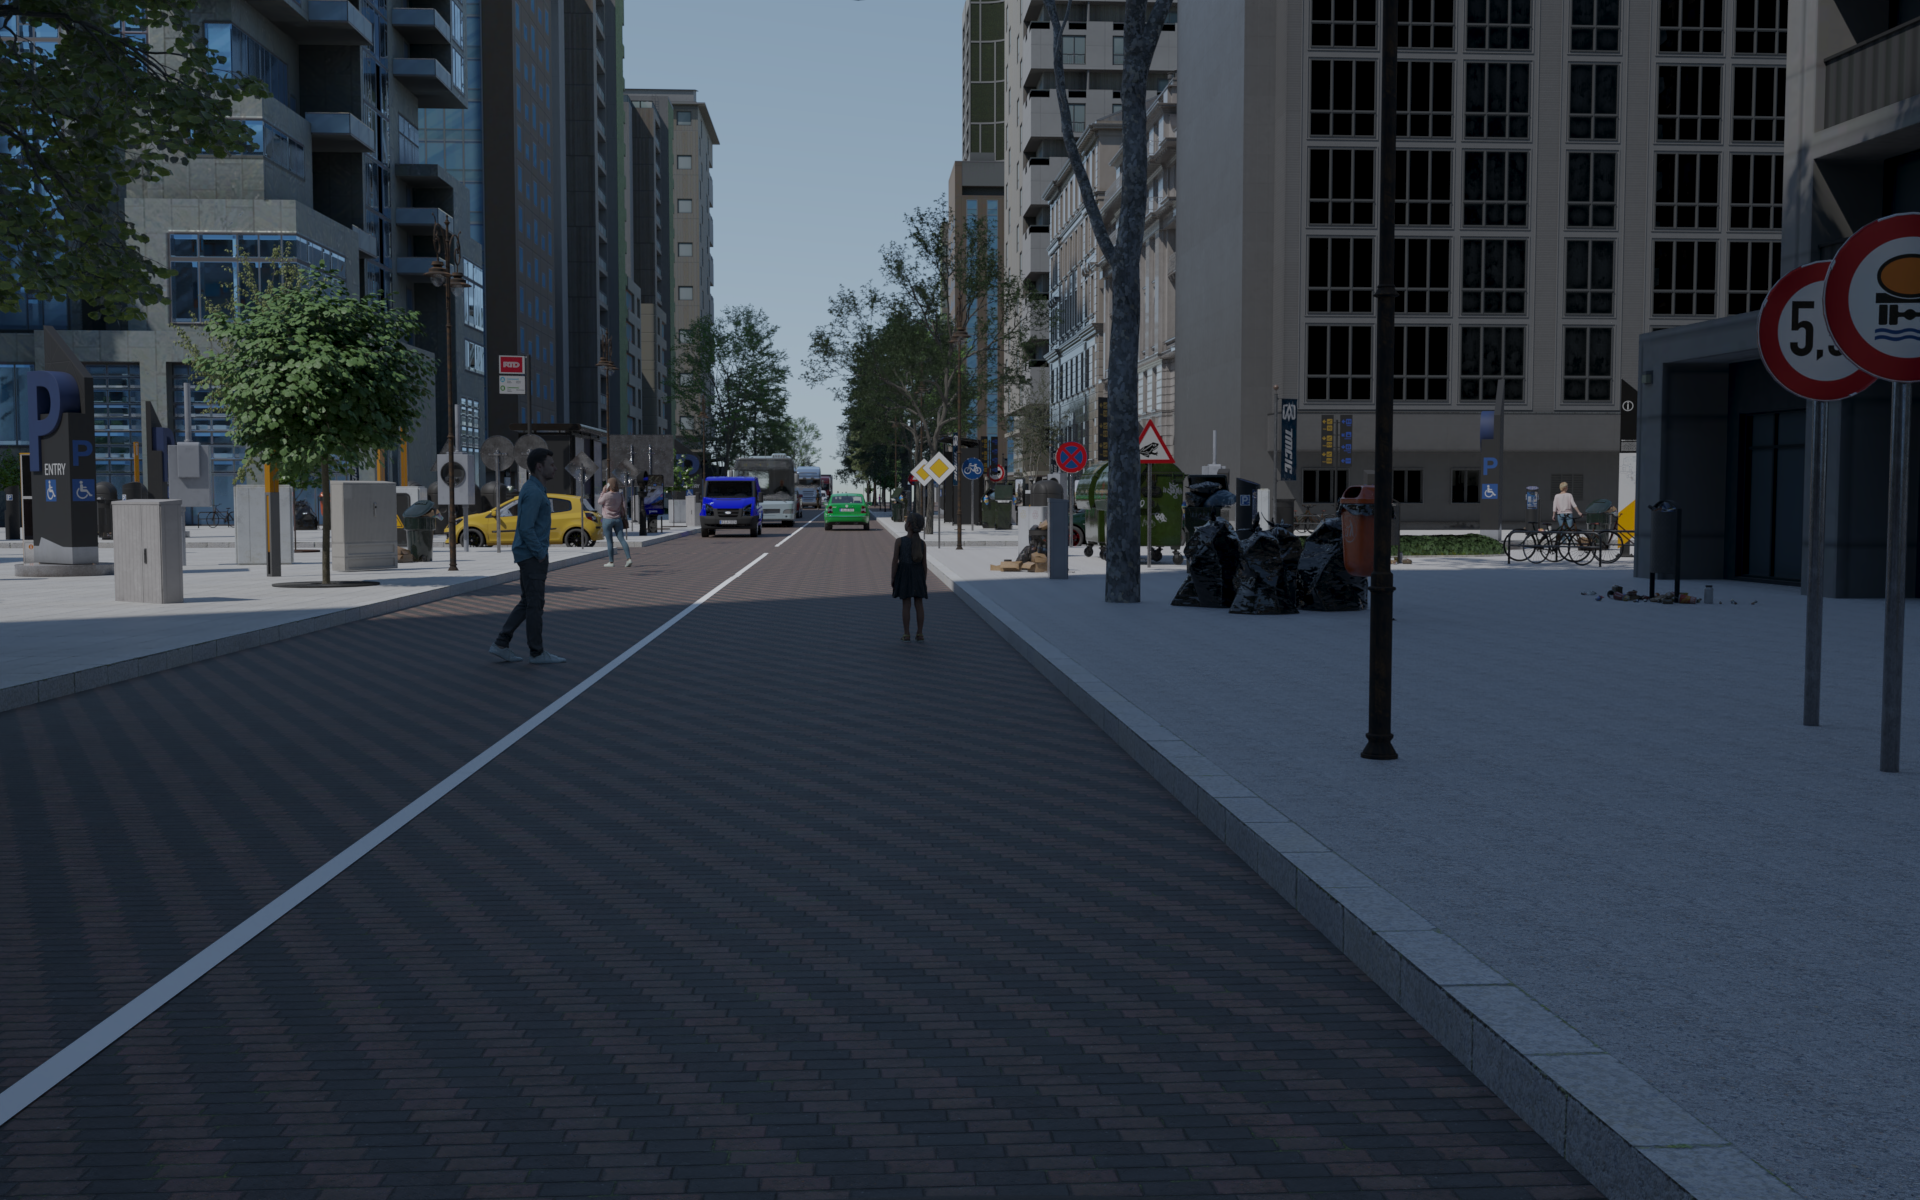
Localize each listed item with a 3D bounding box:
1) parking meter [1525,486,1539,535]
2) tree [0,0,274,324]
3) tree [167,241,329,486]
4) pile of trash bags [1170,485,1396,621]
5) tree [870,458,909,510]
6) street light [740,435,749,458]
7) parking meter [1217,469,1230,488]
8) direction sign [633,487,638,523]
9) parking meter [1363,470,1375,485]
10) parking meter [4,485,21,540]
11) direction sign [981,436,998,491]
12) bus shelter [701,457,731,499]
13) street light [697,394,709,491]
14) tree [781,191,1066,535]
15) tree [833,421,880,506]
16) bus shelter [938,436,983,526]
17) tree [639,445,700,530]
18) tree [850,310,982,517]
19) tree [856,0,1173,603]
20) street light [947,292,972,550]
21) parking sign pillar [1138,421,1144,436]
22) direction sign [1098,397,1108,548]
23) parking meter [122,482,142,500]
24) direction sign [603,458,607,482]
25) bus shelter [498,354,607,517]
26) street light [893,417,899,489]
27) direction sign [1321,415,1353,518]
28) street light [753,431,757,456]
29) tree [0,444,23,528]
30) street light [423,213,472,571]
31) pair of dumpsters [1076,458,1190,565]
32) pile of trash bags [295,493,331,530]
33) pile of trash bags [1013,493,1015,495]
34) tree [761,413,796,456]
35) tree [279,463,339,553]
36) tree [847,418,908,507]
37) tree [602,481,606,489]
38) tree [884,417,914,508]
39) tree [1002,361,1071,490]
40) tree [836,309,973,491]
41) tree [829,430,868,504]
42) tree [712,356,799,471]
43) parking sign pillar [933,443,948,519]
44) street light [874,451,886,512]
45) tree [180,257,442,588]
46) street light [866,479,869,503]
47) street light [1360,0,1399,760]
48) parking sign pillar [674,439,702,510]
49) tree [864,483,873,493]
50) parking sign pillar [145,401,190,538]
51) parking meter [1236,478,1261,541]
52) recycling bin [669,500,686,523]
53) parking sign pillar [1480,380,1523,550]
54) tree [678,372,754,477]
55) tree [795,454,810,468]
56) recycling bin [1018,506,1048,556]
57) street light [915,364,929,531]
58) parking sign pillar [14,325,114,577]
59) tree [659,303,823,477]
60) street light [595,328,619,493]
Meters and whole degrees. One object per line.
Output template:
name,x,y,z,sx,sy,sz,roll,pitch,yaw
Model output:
parking meter,17.865,-2.794,54.094,0.372,1.533,0.369,0,3,0
tree,-8.363,-5.642,10.378,7.486,12.596,7.792,0,3,0
tree,-20.038,-6.079,49.760,4.737,8.622,4.395,0,3,0
pile of trash bags,3.717,-0.558,18.883,1.912,1.369,3.447,-1,4,-17
tree,-5.613,-9.570,140.189,4.285,4.588,4.351,0,3,0
street light,-13.875,-8.483,111.477,0.468,5.910,1.993,0,4,-4
parking meter,6.000,-2.067,39.512,0.255,1.863,0.399,1,4,15
direction sign,-14.564,-5.228,77.481,0.379,3.537,0.876,3,5,43
parking meter,9.894,-2.205,41.768,0.255,1.863,0.399,0,4,-4
parking meter,-26.752,-2.475,48.885,0.372,1.533,0.369,0,3,0
direction sign,1.149,-4.647,67.981,0.876,3.537,0.379,-3,5,-40
bus shelter,-15.966,-7.446,113.031,1.731,3.624,6.357,0,4,-4
street light,-11.810,-6.553,79.928,0.468,5.910,1.993,0,4,-4
tree,-1.000,-7.339,54.401,8.767,10.594,7.601,0,4,-1
tree,-9.309,-16.767,191.151,9.611,12.733,9.660,0,3,0
bus shelter,-0.015,-4.993,72.922,1.731,3.624,6.357,0,4,-4
tree,-11.120,-4.413,66.752,1.663,3.219,1.824,0,3,0
tree,-2.567,-10.489,97.258,9.928,11.665,9.643,0,3,0
tree,2.958,-10.102,21.057,12.611,20.169,13.585,0,3,0
street light,-0.012,-4.097,39.773,0.468,5.910,1.993,0,4,-4
parking sign pillar,6.552,-4.536,62.639,1.447,3.967,1.447,-2,4,-24
direction sign,3.544,-2.979,40.705,0.876,3.537,0.379,-3,5,-42
parking meter,-17.805,-1.765,37.271,0.372,1.533,0.369,0,3,0
direction sign,-22.239,-7.194,109.626,0.379,3.537,0.876,3,5,41
bus shelter,-12.362,-4.589,52.658,2.179,5.291,8.768,0,4,-4
street light,-3.400,-7.277,91.766,0.468,5.910,1.993,0,4,-4
direction sign,10.760,-3.519,49.539,0.876,3.537,0.379,0,4,4
street light,-14.709,-9.292,124.719,0.468,5.910,1.993,0,4,-4
tree,-36.608,-4.426,66.965,1.663,3.219,1.824,0,3,0
street light,-8.479,-3.426,28.802,0.468,5.910,1.993,0,4,-4
pair of dumpsters,3.281,-1.878,33.204,1.574,2.255,4.437,0,4,-4
pile of trash bags,-23.196,-3.249,62.874,1.912,1.369,3.447,-1,4,-14
pile of trash bags,2.358,-6.858,121.886,3.447,1.369,1.912,0,4,3
tree,-16.402,-12.281,151.149,4.360,8.622,3.978,0,3,0
tree,-14.618,-2.650,37.925,1.663,3.219,1.824,0,3,0
tree,-8.027,-15.728,175.286,7.486,12.596,7.792,0,3,0
tree,-22.422,-7.177,111.940,1.663,3.219,1.824,0,3,0
tree,-5.982,-12.451,153.936,4.360,8.622,3.978,0,3,0
tree,4.143,-8.956,96.799,4.360,8.622,3.978,0,3,0
tree,-3.779,-12.723,114.683,9.857,13.997,8.962,0,3,0
tree,-12.642,-19.881,235.416,12.009,13.543,11.850,0,3,0
tree,-17.017,-13.716,142.381,7.486,12.596,7.792,0,3,0
parking sign pillar,-0.812,-6.248,90.631,1.447,3.967,1.447,-1,4,-13
street light,-6.253,-9.969,135.780,0.468,5.910,1.993,0,4,-4
tree,-8.963,-2.472,24.132,4.285,4.588,4.351,0,3,0
street light,-10.302,-13.847,199.186,0.468,5.910,1.993,0,4,-4
street light,2.042,-2.169,8.256,0.468,5.910,1.993,0,4,-4
parking sign pillar,-13.280,-5.880,84.603,1.447,3.967,1.447,-2,4,-26
tree,-14.759,-17.481,280.417,1.663,3.219,1.824,0,3,0
parking sign pillar,-23.447,-3.816,50.857,1.447,3.967,1.447,-1,4,-9
parking meter,4.424,-1.113,26.614,0.372,1.533,0.369,0,3,0
recycling bin,-12.482,-3.926,76.744,0.722,1.027,0.722,-1,4,-22
parking sign pillar,12.384,-3.170,40.302,1.447,3.967,1.447,1,4,21
tree,-14.666,-9.362,103.429,4.360,8.622,3.978,0,3,0
tree,-25.720,-20.216,280.893,4.737,8.622,4.395,0,3,0
recycling bin,1.676,-1.402,35.471,0.722,1.027,0.722,-3,5,-41
street light,-1.333,-5.338,60.057,0.468,5.910,1.993,0,4,-4
parking sign pillar,-14.155,-2.376,27.316,1.447,3.967,1.447,3,4,38
tree,-12.641,-10.280,93.830,9.928,11.665,9.643,0,3,0
street light,-9.835,-4.625,48.406,0.468,5.910,1.993,0,4,-4
